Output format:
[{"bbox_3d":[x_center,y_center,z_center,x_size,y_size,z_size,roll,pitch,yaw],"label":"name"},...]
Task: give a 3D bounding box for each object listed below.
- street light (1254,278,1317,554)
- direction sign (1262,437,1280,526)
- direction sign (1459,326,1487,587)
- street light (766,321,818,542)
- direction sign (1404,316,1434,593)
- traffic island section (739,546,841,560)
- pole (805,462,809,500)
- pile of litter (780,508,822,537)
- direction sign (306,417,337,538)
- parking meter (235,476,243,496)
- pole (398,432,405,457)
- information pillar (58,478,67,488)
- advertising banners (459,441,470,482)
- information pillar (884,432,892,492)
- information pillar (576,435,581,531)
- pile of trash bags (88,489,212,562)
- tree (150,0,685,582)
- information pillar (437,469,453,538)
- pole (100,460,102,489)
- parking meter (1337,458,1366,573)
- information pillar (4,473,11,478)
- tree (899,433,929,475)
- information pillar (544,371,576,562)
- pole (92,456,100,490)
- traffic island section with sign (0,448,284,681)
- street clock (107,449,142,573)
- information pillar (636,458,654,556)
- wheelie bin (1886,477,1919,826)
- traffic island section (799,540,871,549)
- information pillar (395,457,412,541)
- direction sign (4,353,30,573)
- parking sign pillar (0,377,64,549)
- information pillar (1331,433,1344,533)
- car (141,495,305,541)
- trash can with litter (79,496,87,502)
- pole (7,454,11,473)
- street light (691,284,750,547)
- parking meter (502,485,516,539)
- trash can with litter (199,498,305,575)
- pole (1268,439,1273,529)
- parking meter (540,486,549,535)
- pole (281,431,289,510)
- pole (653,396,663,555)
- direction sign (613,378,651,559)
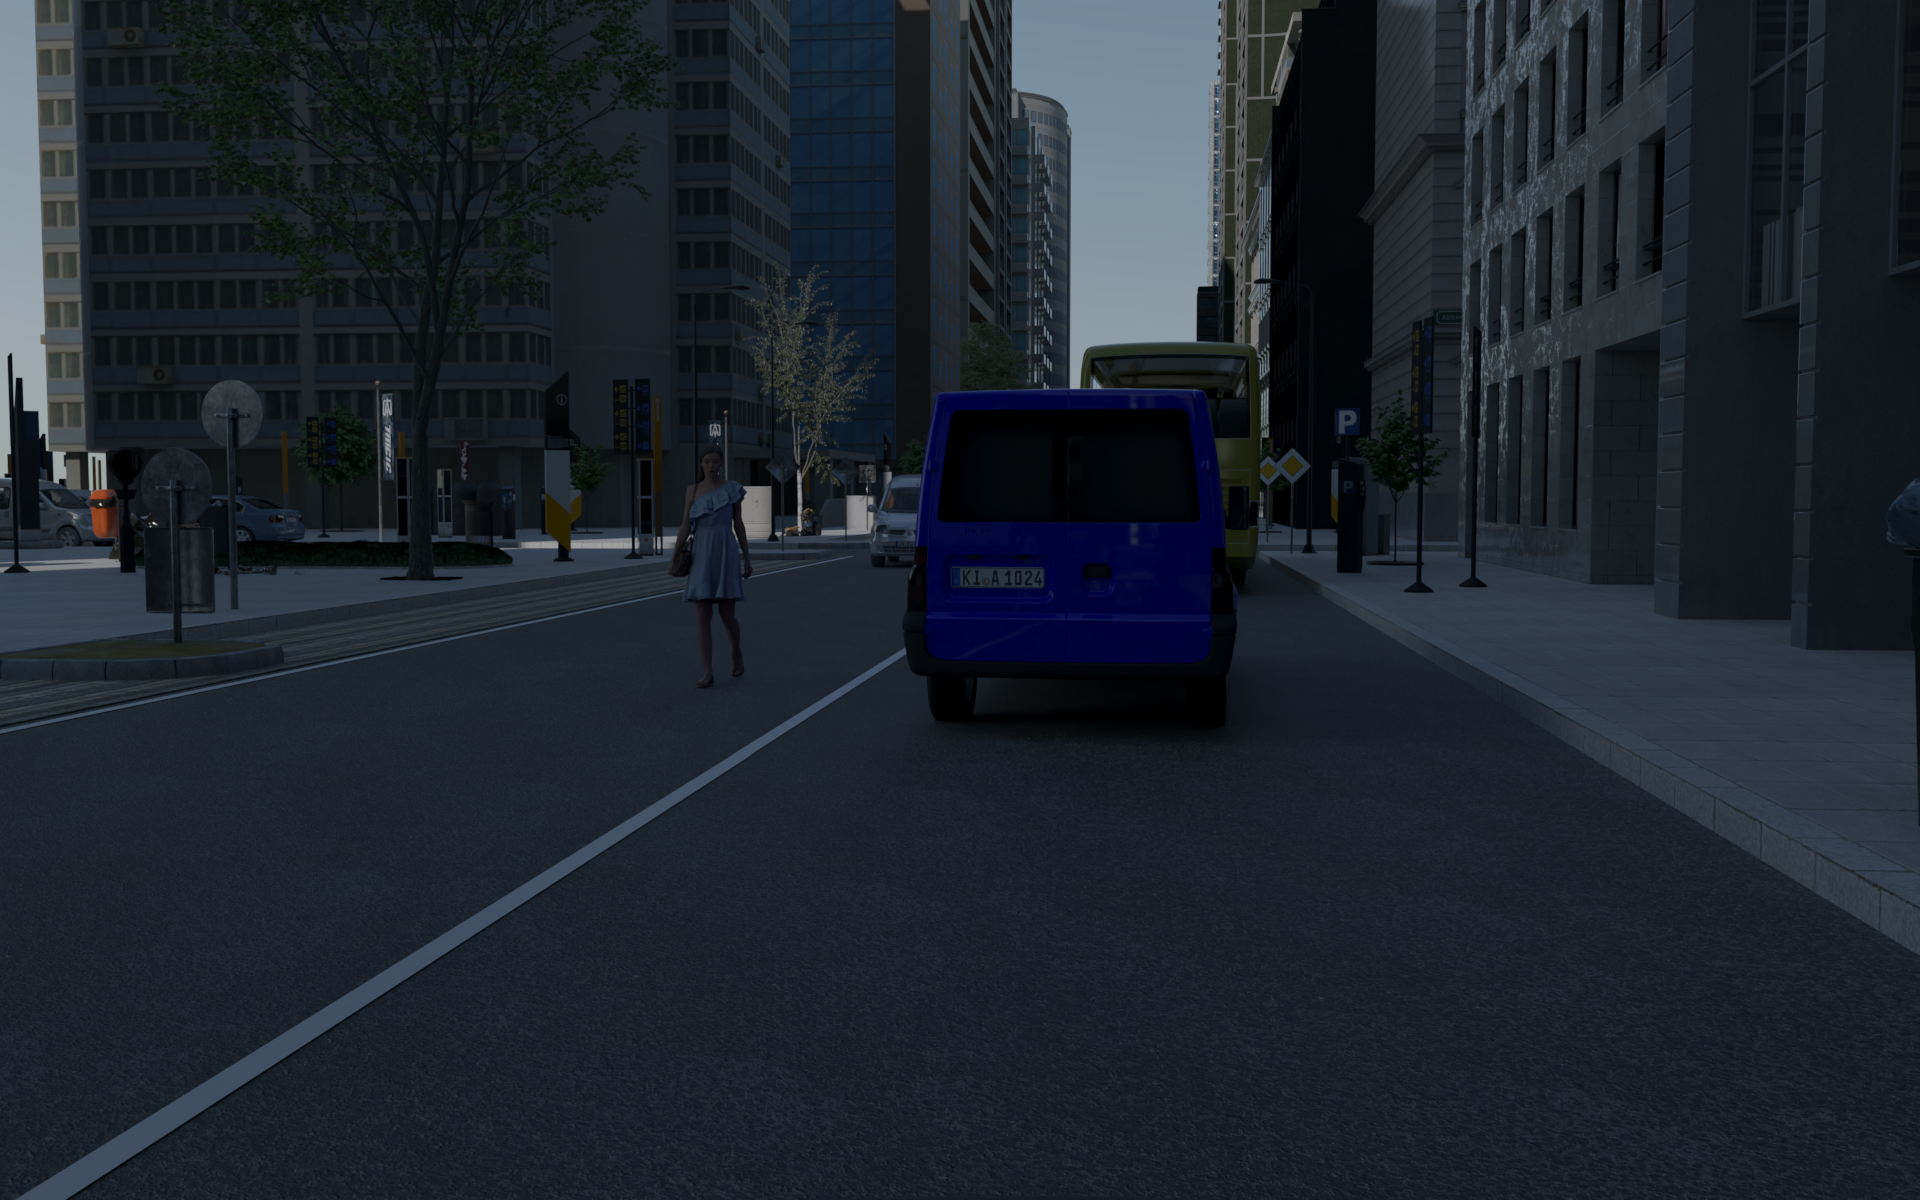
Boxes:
[{"bbox_3d":[7.013,-3.965,37.361,1.470,5.913,1.316,0,4,6],"label":"street light"},{"bbox_3d":[12.422,-4.729,69.317,0.876,3.537,0.379,-2,4,-27],"label":"direction sign"},{"bbox_3d":[7.098,-1.948,23.854,0.379,3.537,0.876,1,4,22],"label":"direction sign"},{"bbox_3d":[-4.509,-4.528,46.566,1.470,5.913,1.316,0,4,6],"label":"street light"},{"bbox_3d":[6.000,-1.868,22.545,0.379,3.537,0.876,0,4,-2],"label":"direction sign"},{"bbox_3d":[-3.980,-1.005,38.717,2.009,0.180,2.903,0,4,6],"label":"traffic island section"},{"bbox_3d":[-7.949,-5.892,90.178,0.158,3.312,0.155,0,3,0],"label":"pole"},{"bbox_3d":[-4.913,-2.396,53.139,1.176,0.858,1.719,3,5,40],"label":"pile of litter"},{"bbox_3d":[-18.762,-3.608,50.981,0.876,3.537,0.379,-3,5,-40],"label":"direction sign"},{"bbox_3d":[-22.812,-2.991,54.608,0.255,1.863,0.399,1,4,11],"label":"parking meter"},{"bbox_3d":[-18.269,-3.847,56.747,0.158,3.312,0.155,0,3,0],"label":"pole"},{"bbox_3d":[-42.202,-4.713,81.542,0.304,2.012,0.304,0,4,-8],"label":"information pillar"},{"bbox_3d":[-16.863,-3.736,57.272,2.074,3.025,0.090,3,4,36],"label":"advertising banners"},{"bbox_3d":[-2.740,-4.527,65.367,0.183,3.616,0.504,-2,4,-31],"label":"information pillar"},{"bbox_3d":[-13.361,-4.191,59.872,0.504,3.616,0.183,-2,4,-27],"label":"information pillar"},{"bbox_3d":[-15.947,-1.497,34.223,1.912,1.369,3.447,1,4,9],"label":"pile of trash bags"},{"bbox_3d":[-7.887,-6.105,25.566,9.928,11.665,9.643,0,3,0],"label":"tree"},{"bbox_3d":[-15.127,-2.835,50.851,0.304,2.012,0.304,3,5,40],"label":"information pillar"},{"bbox_3d":[-51.390,-6.706,103.494,0.158,3.312,0.155,0,3,0],"label":"pole"},{"bbox_3d":[6.362,-1.373,28.163,0.399,1.863,0.255,2,4,34],"label":"parking meter"},{"bbox_3d":[-33.624,-3.481,61.414,0.304,2.012,0.304,1,4,10],"label":"information pillar"},{"bbox_3d":[-1.515,-6.422,88.705,4.285,4.588,4.351,0,3,0],"label":"tree"},{"bbox_3d":[-7.618,-2.536,32.825,0.504,3.616,0.183,-2,4,-35],"label":"information pillar"},{"bbox_3d":[-46.714,-6.096,93.507,0.158,3.312,0.155,0,3,0],"label":"pole"},{"bbox_3d":[-6.721,-0.339,14.168,1.989,1.847,2.006,0,4,6],"label":"traffic island section with sign"},{"bbox_3d":[-13.587,-1.447,28.228,0.471,2.002,0.358,-3,5,-42],"label":"street clock"},{"bbox_3d":[-6.525,-1.921,35.907,0.304,2.012,0.304,-1,4,-17],"label":"information pillar"},{"bbox_3d":[3.921,0.091,6.422,0.980,1.594,0.693,0,4,5],"label":"wheelie bin"},{"bbox_3d":[-3.093,-1.491,46.652,2.009,0.180,2.903,0,4,6],"label":"traffic island section"},{"bbox_3d":[-10.919,-1.819,34.230,0.304,2.012,0.304,1,4,20],"label":"information pillar"},{"bbox_3d":[-15.412,-2.214,28.197,0.379,3.537,0.876,-2,4,-31],"label":"direction sign"},{"bbox_3d":[-21.950,-3.196,40.734,1.447,3.967,1.447,-2,4,-32],"label":"parking sign pillar"},{"bbox_3d":[12.493,-4.031,57.268,0.183,3.616,0.504,-2,4,-31],"label":"information pillar"},{"bbox_3d":[-18.968,-1.950,43.892,4.499,1.417,2.014,0,4,7],"label":"car"},{"bbox_3d":[-26.972,-2.583,53.297,2.233,1.210,1.678,3,4,38],"label":"trash can with litter"},{"bbox_3d":[-48.212,-5.755,87.944,0.158,3.312,0.155,0,3,0],"label":"pole"},{"bbox_3d":[-5.356,-4.039,38.577,1.470,5.913,1.316,0,4,6],"label":"street light"},{"bbox_3d":[-12.823,-2.495,49.204,0.372,1.533,0.369,0,3,0],"label":"parking meter"},{"bbox_3d":[-11.638,-1.018,27.706,2.233,1.210,1.678,1,4,12],"label":"trash can with litter"},{"bbox_3d":[11.439,-4.281,63.841,0.158,3.312,0.155,0,3,0],"label":"pole"},{"bbox_3d":[-13.114,-2.848,54.973,0.372,1.533,0.369,0,3,0],"label":"parking meter"},{"bbox_3d":[-21.897,-3.815,56.216,0.158,3.312,0.155,0,3,0],"label":"pole"},{"bbox_3d":[-6.312,-2.590,36.194,0.158,3.312,0.155,0,3,0],"label":"pole"},{"bbox_3d":[-6.463,-2.580,34.178,0.876,3.537,0.379,2,4,25],"label":"direction sign"}]
